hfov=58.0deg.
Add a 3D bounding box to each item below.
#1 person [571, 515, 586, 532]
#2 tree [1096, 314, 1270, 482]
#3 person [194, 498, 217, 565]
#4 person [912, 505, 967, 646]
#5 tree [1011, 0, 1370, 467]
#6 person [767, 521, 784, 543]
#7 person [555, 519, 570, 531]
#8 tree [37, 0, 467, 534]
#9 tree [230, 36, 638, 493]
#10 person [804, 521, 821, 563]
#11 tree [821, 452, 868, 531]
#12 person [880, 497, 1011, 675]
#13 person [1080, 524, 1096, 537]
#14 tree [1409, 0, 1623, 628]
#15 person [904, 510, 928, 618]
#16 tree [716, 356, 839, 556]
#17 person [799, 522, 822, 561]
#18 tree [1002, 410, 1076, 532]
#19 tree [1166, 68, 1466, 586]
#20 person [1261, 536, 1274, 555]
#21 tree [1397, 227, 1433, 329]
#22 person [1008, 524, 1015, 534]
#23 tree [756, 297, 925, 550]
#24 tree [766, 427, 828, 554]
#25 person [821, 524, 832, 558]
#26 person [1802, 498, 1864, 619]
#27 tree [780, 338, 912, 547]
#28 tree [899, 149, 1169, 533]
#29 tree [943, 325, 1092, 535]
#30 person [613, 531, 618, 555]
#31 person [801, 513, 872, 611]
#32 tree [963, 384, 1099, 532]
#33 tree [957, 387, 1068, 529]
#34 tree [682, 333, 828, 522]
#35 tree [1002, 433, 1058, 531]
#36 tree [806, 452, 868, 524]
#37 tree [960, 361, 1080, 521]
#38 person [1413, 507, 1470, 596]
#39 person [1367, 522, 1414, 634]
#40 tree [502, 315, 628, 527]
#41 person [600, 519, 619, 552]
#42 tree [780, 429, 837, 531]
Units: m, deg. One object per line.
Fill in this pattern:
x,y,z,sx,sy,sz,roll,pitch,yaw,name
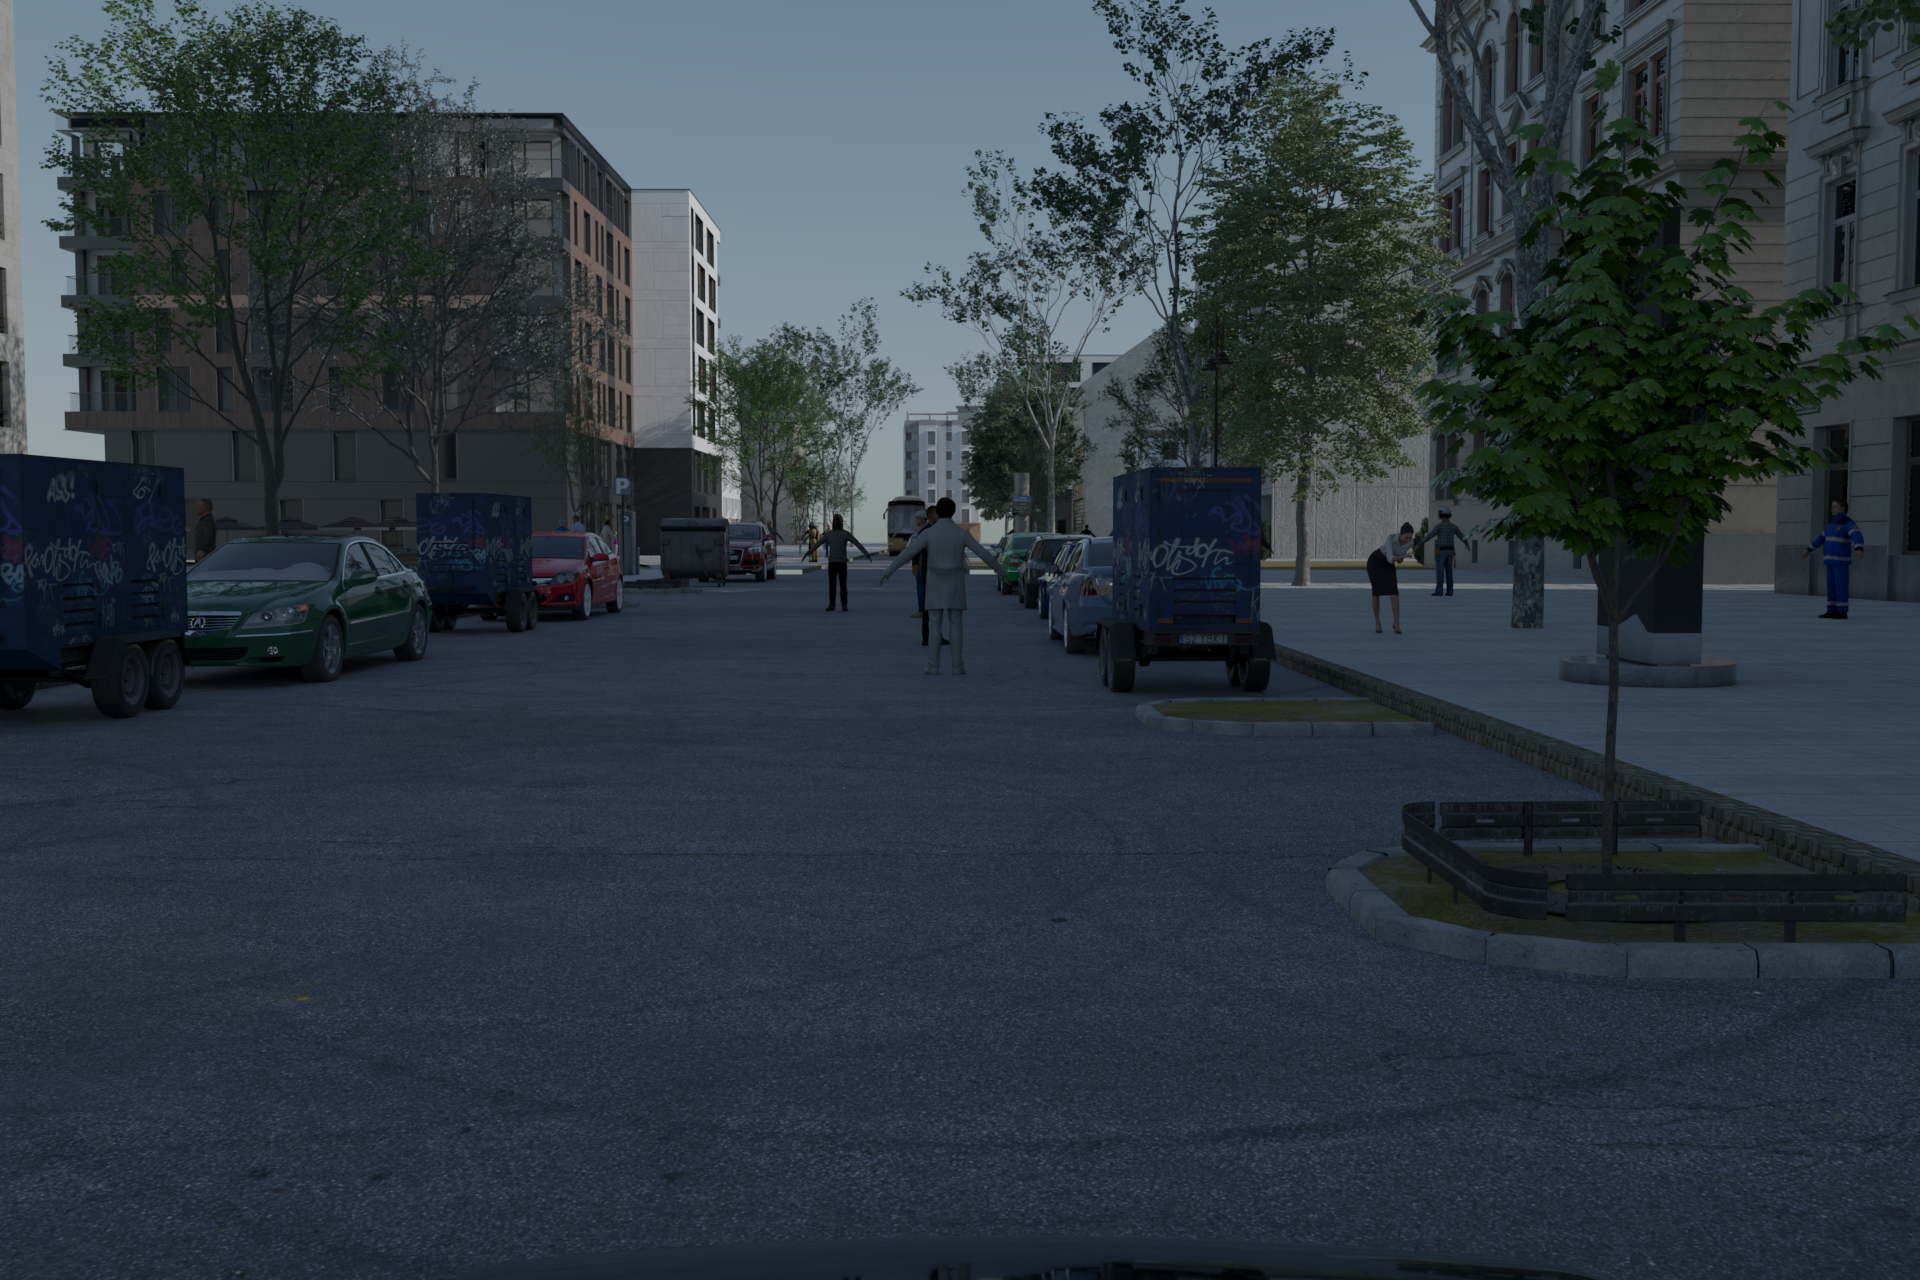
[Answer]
-11.405,-2.774,51.273,0.599,1.838,0.709,2,4,33,person
9.738,-8.514,73.613,7.601,10.594,8.767,2,4,26,tree
-11.012,-1.165,25.235,0.705,1.807,1.348,-2,4,-24,person
-0.316,-0.833,22.300,0.704,1.802,1.346,2,4,28,person
6.619,-12.397,58.585,12.611,20.169,13.585,0,3,0,tree
-7.360,-3.694,66.661,1.348,1.796,0.705,1,4,16,person
-14.554,-3.497,63.297,1.347,1.817,0.704,0,4,2,person
-13.103,-6.542,32.712,9.928,11.665,9.643,0,3,0,tree
-13.553,-8.171,43.974,12.009,13.543,11.850,0,3,0,tree
-6.609,-4.426,78.141,0.705,1.858,1.354,2,4,27,person
-11.137,-12.534,155.297,4.360,8.622,3.978,0,3,0,tree
-0.148,-0.555,17.720,1.347,1.806,0.705,0,4,-3,person
6.840,-5.324,93.229,1.347,1.806,0.705,2,4,31,person
6.936,-10.303,24.348,12.611,20.169,13.585,0,3,0,tree
-0.669,-1.314,29.796,0.705,1.847,1.347,1,4,14,person
-10.783,-10.717,100.983,9.928,11.665,9.643,0,3,0,tree
-6.793,-4.499,79.702,1.345,1.843,0.704,1,4,14,person
4.202,-9.238,101.400,4.360,8.622,3.978,0,3,0,tree
8.755,-7.637,42.984,7.486,12.596,7.792,0,3,0,tree
5.087,-1.578,31.870,1.348,1.821,0.705,1,4,13,person
24.928,-13.723,80.258,12.611,20.169,13.585,0,3,0,tree
2.843,-5.073,89.088,1.346,1.812,0.704,-1,4,-13,person
-9.506,-17.235,137.679,12.611,20.169,13.585,0,3,0,tree
-10.045,-9.712,109.157,4.360,8.622,3.978,0,3,0,tree
-6.890,-5.201,91.009,1.349,1.833,0.705,0,4,5,person
13.262,-1.238,26.211,0.704,1.831,1.345,-1,4,-8,person
-11.922,-19.132,168.701,12.611,20.169,13.585,0,3,0,tree
3.179,-14.146,87.180,12.611,20.169,13.585,0,3,0,tree
5.152,-18.422,157.084,12.611,20.169,13.585,0,3,0,tree
-16.432,-4.502,82.873,0.599,1.433,0.991,-2,4,-29,person
-2.283,-1.448,32.255,1.348,1.813,0.705,1,4,10,person
4.377,-10.659,108.685,8.767,10.594,7.601,0,4,-1,tree
4.472,-14.413,142.304,9.857,13.997,8.962,0,3,0,tree
-10.446,-10.036,89.837,9.928,11.665,9.643,0,3,0,tree
4.443,-10.385,120.156,4.360,8.622,3.978,0,3,0,tree
-18.911,-21.230,257.483,12.009,13.543,11.850,0,3,0,tree
4.642,-13.621,129.354,9.857,13.997,8.962,0,3,0,tree
10.030,-1.839,35.905,1.345,1.849,0.704,-1,4,-17,person
5.563,-0.796,22.239,0.799,1.438,0.628,3,5,40,person
-12.768,-6.586,58.045,4.360,8.622,3.978,0,3,0,tree
-12.358,-3.352,60.896,0.704,1.819,1.344,-3,5,-40,person
-10.077,-10.160,116.474,4.360,8.622,3.978,0,3,0,tree
